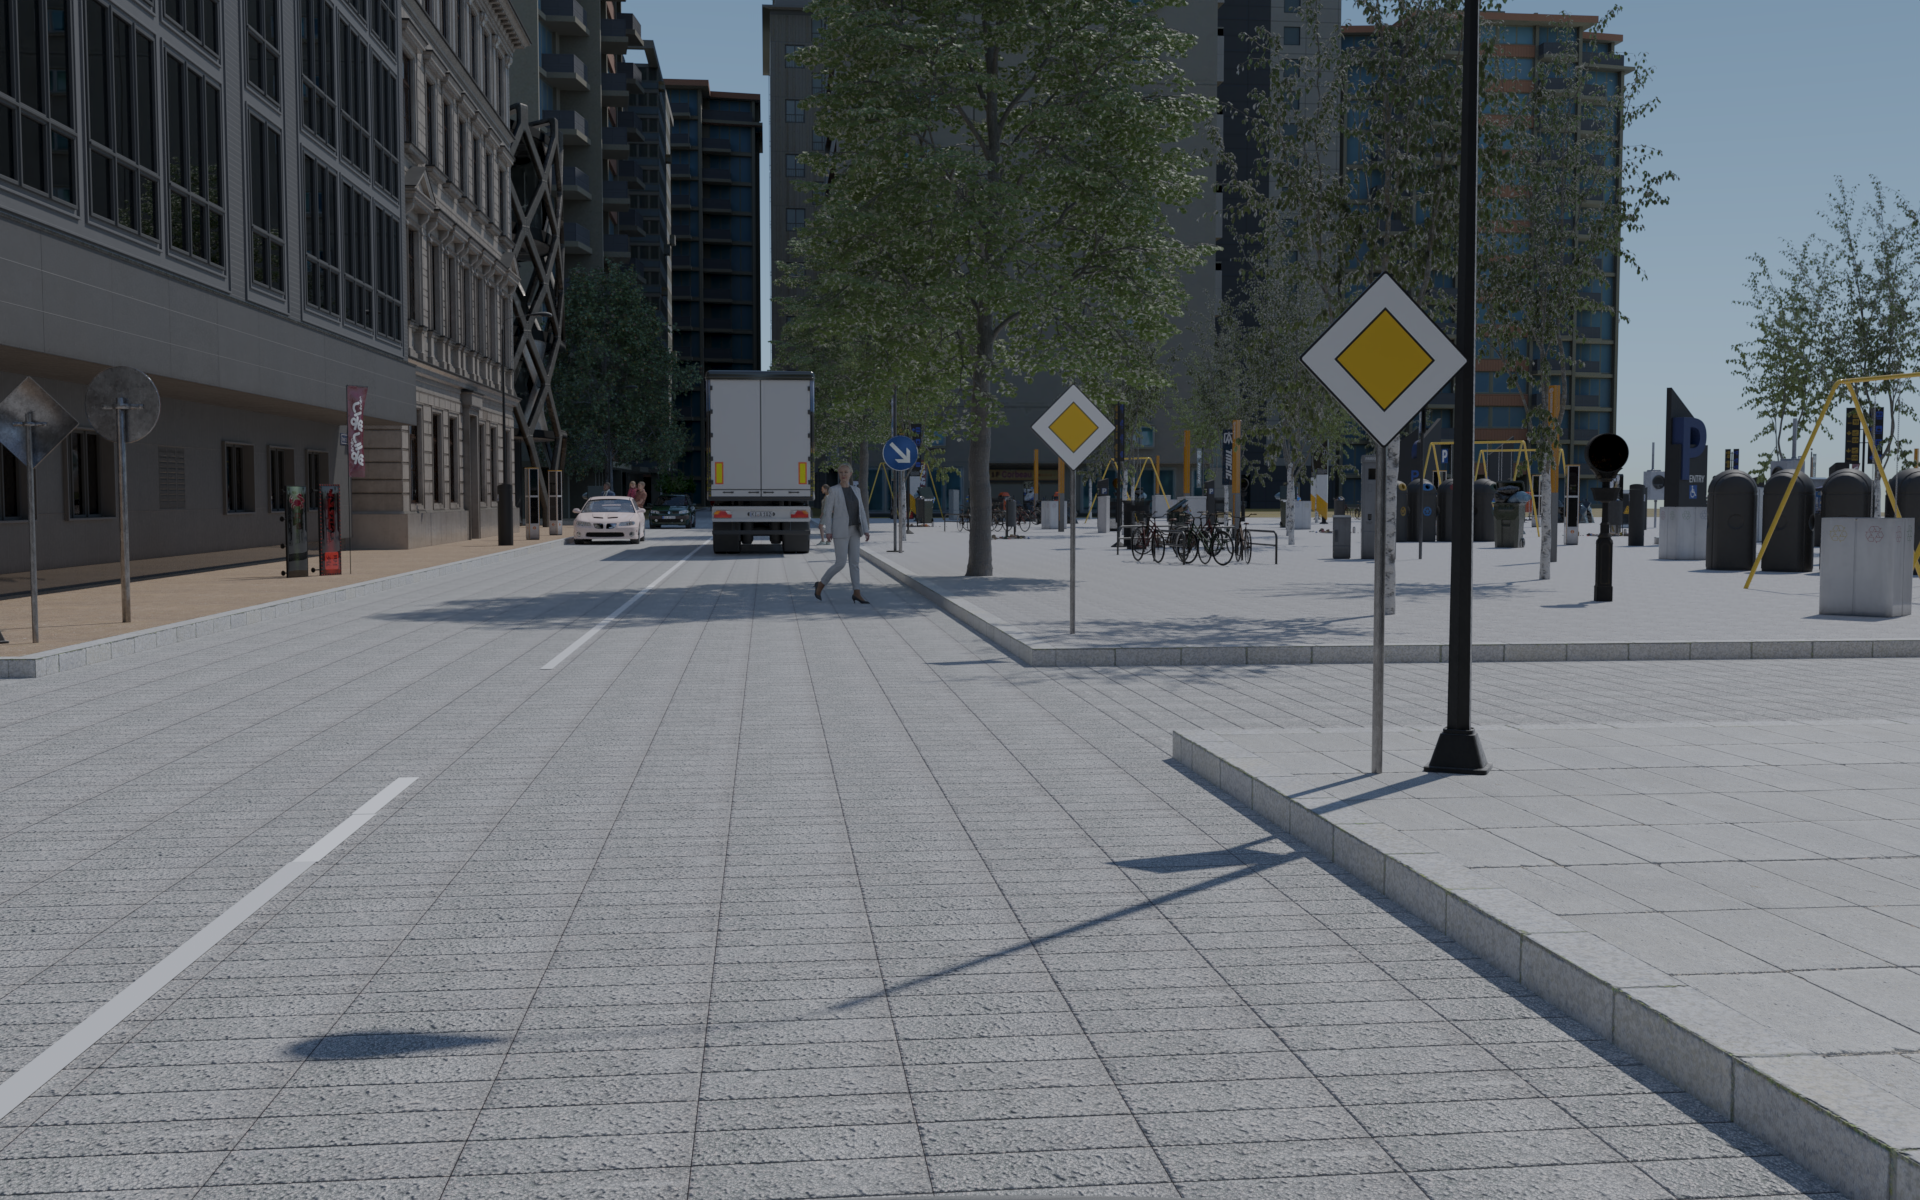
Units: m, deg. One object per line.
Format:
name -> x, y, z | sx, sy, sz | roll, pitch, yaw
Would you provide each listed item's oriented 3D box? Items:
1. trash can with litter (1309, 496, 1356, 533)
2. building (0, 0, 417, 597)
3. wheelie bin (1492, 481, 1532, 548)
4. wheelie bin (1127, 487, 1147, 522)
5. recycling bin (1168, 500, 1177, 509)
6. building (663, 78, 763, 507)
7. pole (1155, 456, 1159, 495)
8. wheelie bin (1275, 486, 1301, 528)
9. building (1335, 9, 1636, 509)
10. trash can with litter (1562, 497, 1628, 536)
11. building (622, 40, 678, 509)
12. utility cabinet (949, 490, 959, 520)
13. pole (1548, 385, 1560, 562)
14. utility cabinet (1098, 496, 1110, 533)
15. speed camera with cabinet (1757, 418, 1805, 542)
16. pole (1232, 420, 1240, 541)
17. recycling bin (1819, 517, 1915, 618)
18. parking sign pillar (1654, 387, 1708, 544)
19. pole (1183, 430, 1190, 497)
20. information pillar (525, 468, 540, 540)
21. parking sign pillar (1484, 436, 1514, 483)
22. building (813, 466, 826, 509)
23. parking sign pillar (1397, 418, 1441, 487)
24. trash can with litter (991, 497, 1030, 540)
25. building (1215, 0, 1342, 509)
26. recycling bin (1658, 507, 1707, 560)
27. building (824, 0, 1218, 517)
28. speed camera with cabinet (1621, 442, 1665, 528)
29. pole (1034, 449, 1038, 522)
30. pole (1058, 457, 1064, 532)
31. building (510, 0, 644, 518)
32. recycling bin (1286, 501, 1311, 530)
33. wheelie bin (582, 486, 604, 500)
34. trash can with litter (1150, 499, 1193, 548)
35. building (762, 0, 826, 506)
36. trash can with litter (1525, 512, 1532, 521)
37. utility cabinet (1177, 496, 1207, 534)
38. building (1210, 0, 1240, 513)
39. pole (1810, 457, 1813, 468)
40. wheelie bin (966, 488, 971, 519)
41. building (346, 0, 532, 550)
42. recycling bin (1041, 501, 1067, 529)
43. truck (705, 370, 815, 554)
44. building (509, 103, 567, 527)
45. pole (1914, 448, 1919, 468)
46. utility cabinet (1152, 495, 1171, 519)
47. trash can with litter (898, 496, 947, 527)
trash can with litter -> 12.433, -2.833, 57.385 | 1.678, 1.210, 2.233 | -1, 4, -22
building -> -17.857, -14.215, 25.924 | 14.314, 27.812, 24.014 | 0, 4, -6
wheelie bin -> 13.160, -2.049, 41.414 | 0.980, 1.594, 0.693 | 2, 4, 33
wheelie bin -> 8.241, -4.452, 80.698 | 0.980, 1.594, 0.693 | -1, 4, -12
recycling bin -> 9.962, -4.055, 78.852 | 0.722, 1.027, 0.722 | 3, 5, 41
building -> -35.206, -32.301, 182.743 | 28.867, 44.769, 22.147 | 0, 4, -6
pole -> 10.488, -6.006, 92.042 | 0.158, 3.312, 0.155 | 0, 3, 0
wheelie bin -> 12.528, -3.569, 66.254 | 0.980, 1.594, 0.693 | 1, 4, 9
building -> 46.233, -30.908, 159.973 | 28.867, 44.769, 22.147 | 0, 4, -6
trash can with litter -> 19.543, -2.558, 52.882 | 2.233, 1.210, 1.678 | 1, 4, 12
building -> -36.470, -27.814, 146.643 | 23.993, 40.220, 32.217 | 0, 4, -6
utility cabinet -> -0.284, -4.685, 85.283 | 0.318, 1.500, 1.173 | -1, 4, -11
pole -> 11.155, -2.371, 32.605 | 0.158, 3.312, 0.155 | 0, 3, 0
utility cabinet -> 4.751, -2.822, 57.299 | 0.306, 1.237, 1.020 | 1, 4, 11
speed camera with cabinet -> 21.452, -3.152, 45.871 | 0.660, 3.252, 2.038 | -1, 4, -11
pole -> 7.617, -3.299, 47.790 | 0.158, 3.312, 0.155 | 0, 3, 0
recycling bin -> 9.640, -0.359, 18.417 | 0.722, 1.027, 0.722 | -3, 5, -45
parking sign pillar -> 18.507, -3.404, 44.134 | 1.447, 3.967, 1.447 | -3, 4, -37
pole -> 7.279, -3.778, 55.618 | 0.158, 3.312, 0.155 | 0, 3, 0
information pillar -> -11.963, -2.688, 48.437 | 0.304, 2.012, 0.304 | -2, 4, -34
parking sign pillar -> 25.062, -5.634, 80.580 | 1.447, 3.967, 1.447 | -1, 4, -17
building -> -2.712, -43.778, 154.019 | 20.563, 71.187, 20.611 | 0, 4, -6
parking sign pillar -> 16.497, -4.462, 61.423 | 1.447, 3.967, 1.447 | -3, 5, -42
trash can with litter -> 1.189, -2.348, 49.442 | 1.678, 1.210, 2.233 | 2, 4, 27
building -> 21.441, -44.009, 157.798 | 20.611, 71.187, 20.563 | 0, 4, -6
recycling bin -> 14.218, -1.310, 33.972 | 0.722, 1.027, 0.722 | 0, 4, -7
building -> 2.778, -29.443, 105.089 | 21.300, 48.544, 21.600 | 0, 4, -6
speed camera with cabinet -> 25.790, -4.374, 65.857 | 2.038, 3.252, 0.660 | -1, 4, -8
pole -> 3.469, -5.215, 79.102 | 0.158, 3.312, 0.155 | 0, 3, 0
pole -> 3.426, -3.958, 58.561 | 0.158, 3.312, 0.155 | 0, 3, 0
building -> -30.320, -27.374, 102.193 | 22.147, 44.769, 28.867 | 0, 4, -6
recycling bin -> 12.288, -3.078, 62.880 | 0.722, 1.027, 0.722 | -1, 4, -10
wheelie bin -> -14.101, -3.610, 66.929 | 0.980, 1.594, 0.693 | -1, 4, -10
trash can with litter -> 5.006, -1.842, 41.509 | 1.055, 1.170, 0.624 | 0, 4, -4
building -> -7.603, -36.698, 189.248 | 27.495, 52.752, 28.713 | 0, 4, -6
trash can with litter -> 27.297, -4.431, 83.509 | 2.233, 1.210, 1.678 | -2, 4, -32
utility cabinet -> 6.467, -2.277, 48.383 | 0.306, 1.237, 1.020 | 3, 5, 42
building -> 3.941, -33.097, 130.380 | 28.713, 52.752, 27.495 | 0, 4, -6
pole -> 47.136, -6.239, 95.849 | 0.158, 3.312, 0.155 | 0, 3, 0
wheelie bin -> 0.780, -4.811, 86.569 | 0.980, 1.594, 0.693 | 0, 4, 2
building -> -18.412, -11.208, 47.871 | 10.561, 19.102, 19.286 | 0, 4, -6
recycling bin -> 3.446, -3.111, 63.424 | 0.722, 1.027, 0.722 | -2, 4, -24
truck -> -5.163, -3.429, 44.974 | 2.839, 4.237, 11.283 | 0, 4, -6
building -> -23.966, -12.178, 66.557 | 16.820, 18.784, 16.811 | 0, 4, -6
pole -> 42.648, -5.104, 77.301 | 0.158, 3.312, 0.155 | 0, 3, 0
utility cabinet -> 10.544, -4.867, 90.743 | 1.020, 1.237, 0.306 | -2, 4, -31
trash can with litter -> -1.651, -3.479, 67.934 | 1.678, 1.210, 2.233 | -2, 4, -32
